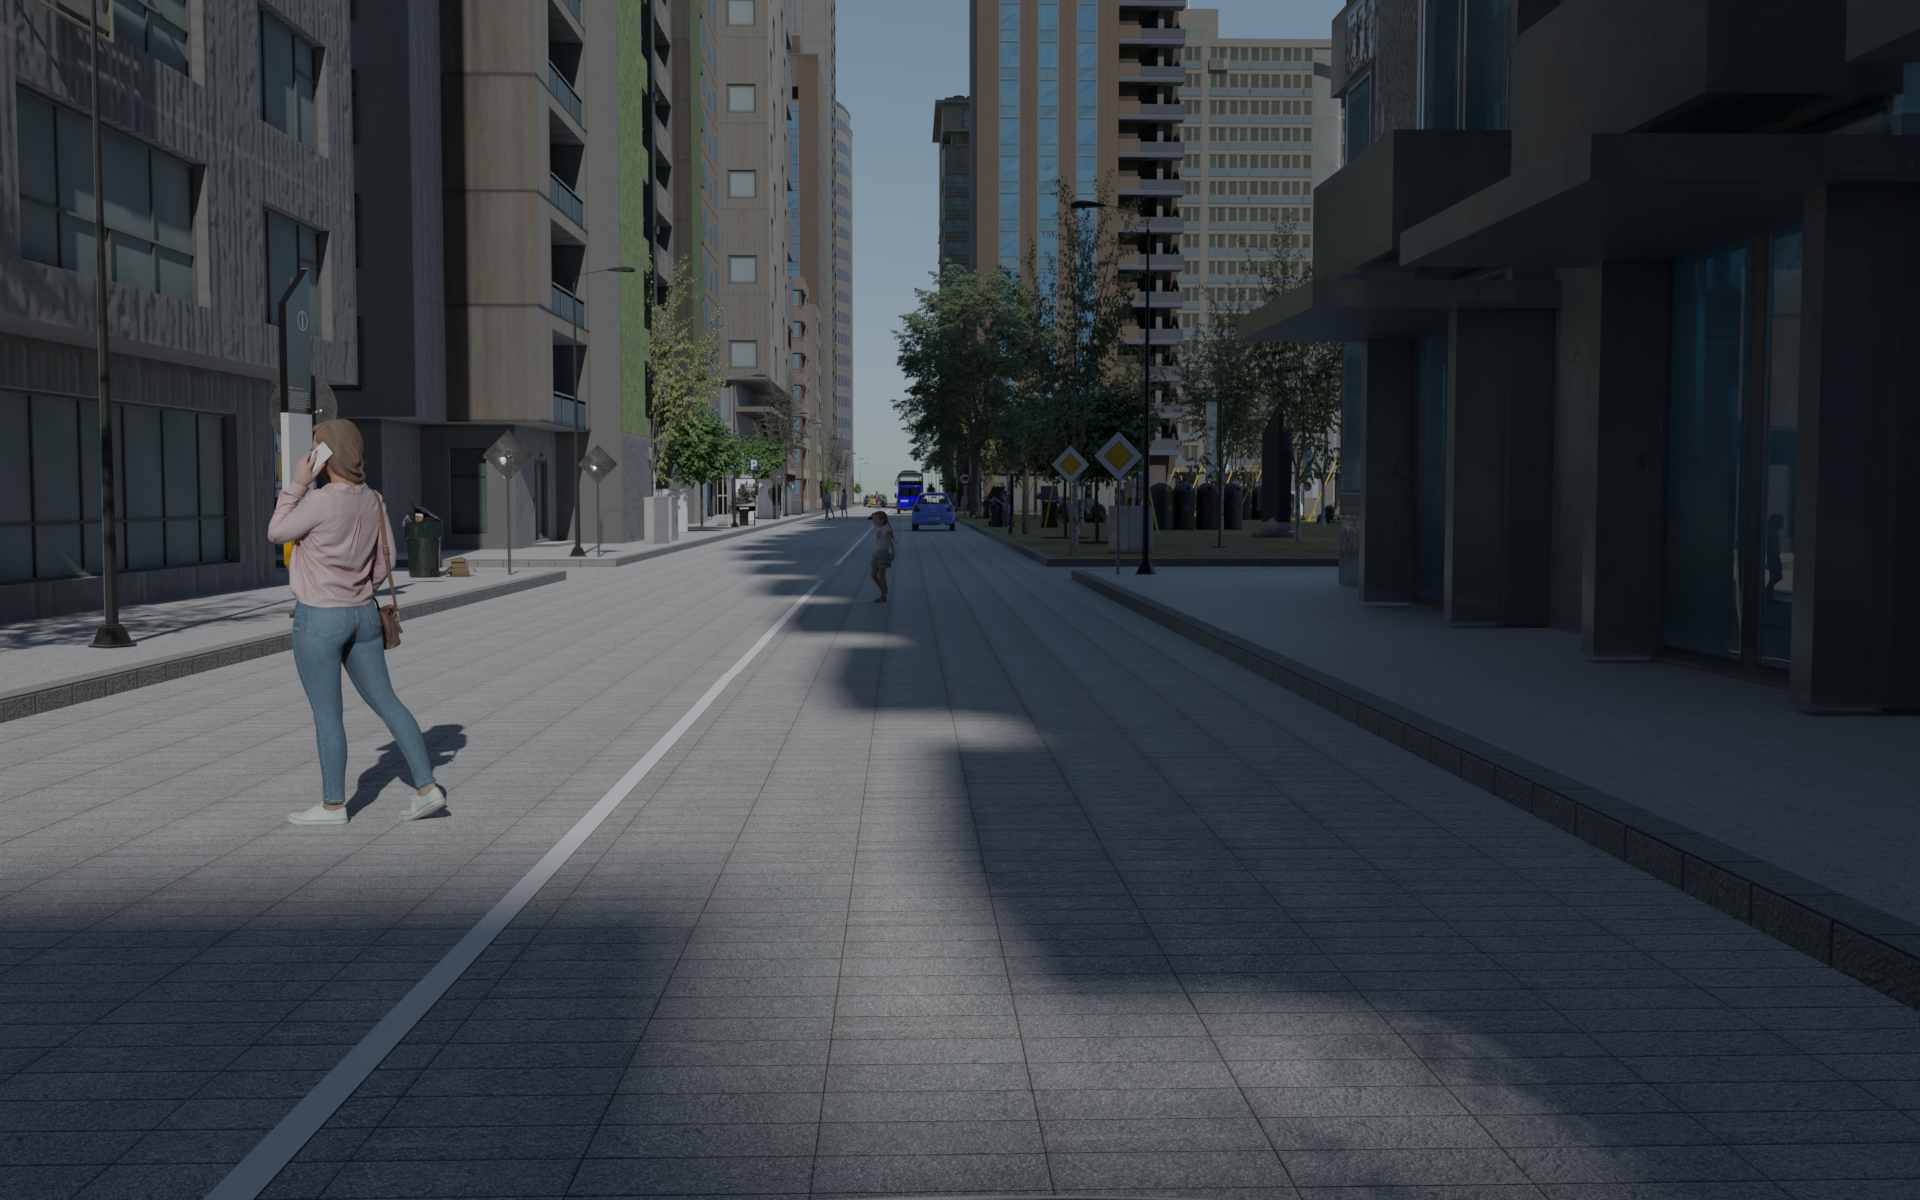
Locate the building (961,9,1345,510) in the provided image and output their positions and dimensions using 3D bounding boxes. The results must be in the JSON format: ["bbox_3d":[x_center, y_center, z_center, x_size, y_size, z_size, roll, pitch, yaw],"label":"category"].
[{"bbox_3d":[16.391,-27.595,143.058,32.217,40.220,23.993,0,4,-2],"label":"building"}]

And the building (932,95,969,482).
[{"bbox_3d":[10.938,-39.015,227.129,28.713,52.752,27.495,0,4,-2],"label":"building"}]

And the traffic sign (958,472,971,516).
[{"bbox_3d":[0.271,-6.177,101.100,0.768,2.556,0.104,0,4,-1],"label":"traffic sign"}]

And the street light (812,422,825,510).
[{"bbox_3d":[-9.655,-8.529,111.995,1.470,5.913,1.316,0,4,-2],"label":"street light"}]

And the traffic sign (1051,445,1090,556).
[{"bbox_3d":[2.264,-1.955,35.603,0.795,2.450,0.064,0,4,-2],"label":"traffic sign"}]

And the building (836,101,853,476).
[{"bbox_3d":[-26.546,-43.468,252.701,21.231,58.520,28.212,0,4,-2],"label":"building"}]

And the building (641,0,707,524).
[{"bbox_3d":[-18.385,-18.332,71.423,14.160,30.474,14.107,0,4,-2],"label":"building"}]

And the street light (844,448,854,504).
[{"bbox_3d":[-11.683,-12.302,173.673,1.470,5.913,1.316,0,4,-2],"label":"street light"}]

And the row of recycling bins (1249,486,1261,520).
[{"bbox_3d":[13.640,-4.827,86.042,3.534,1.692,1.069,-1,4,-9],"label":"row of recycling bins"}]

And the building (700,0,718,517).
[{"bbox_3d":[-20.667,-27.089,93.021,14.600,45.320,14.200,0,4,-2],"label":"building"}]

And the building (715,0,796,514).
[{"bbox_3d":[-26.000,-32.633,122.793,28.713,52.752,27.495,0,4,-2],"label":"building"}]

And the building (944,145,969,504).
[{"bbox_3d":[5.047,-31.942,205.843,14.154,41.232,14.086,0,4,-2],"label":"building"}]

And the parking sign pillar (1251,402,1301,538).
[{"bbox_3d":[9.363,-3.839,51.245,1.447,3.967,1.447,-1,4,-12],"label":"parking sign pillar"}]

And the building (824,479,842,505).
[{"bbox_3d":[-30.466,-31.443,205.968,32.217,40.220,23.993,0,4,-2],"label":"building"}]

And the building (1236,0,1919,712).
[{"bbox_3d":[15.319,-23.920,10.702,23.786,49.044,30.456,0,4,-2],"label":"building"}]

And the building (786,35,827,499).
[{"bbox_3d":[-20.701,-32.020,173.635,14.600,45.320,14.200,0,4,-2],"label":"building"}]

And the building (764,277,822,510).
[{"bbox_3d":[-26.739,-18.767,151.881,27.650,21.520,28.899,0,4,-2],"label":"building"}]

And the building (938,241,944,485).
[{"bbox_3d":[7.921,-36.746,255.419,22.147,44.769,28.867,0,4,-2],"label":"building"}]

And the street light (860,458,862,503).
[{"bbox_3d":[-13.323,-15.478,225.598,1.470,5.913,1.316,0,4,-2],"label":"street light"}]

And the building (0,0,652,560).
[{"bbox_3d":[-15.666,-21.895,41.580,14.154,41.232,14.086,0,4,-2],"label":"building"}]

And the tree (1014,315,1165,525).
[{"bbox_3d":[5.206,-7.354,70.607,4.737,8.622,4.395,0,3,0],"label":"tree"}]

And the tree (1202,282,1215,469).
[{"bbox_3d":[8.747,-6.595,58.189,4.360,8.622,3.978,0,3,0],"label":"tree"}]

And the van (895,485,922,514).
[{"bbox_3d":[-3.620,-7.387,125.156,2.240,2.365,5.245,0,4,-2],"label":"van"}]

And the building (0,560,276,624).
[{"bbox_3d":[-15.573,-20.572,19.952,14.086,41.232,14.154,0,4,-2],"label":"building"}]

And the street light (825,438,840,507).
[{"bbox_3d":[-10.760,-10.415,142.831,1.470,5.913,1.316,0,4,-2],"label":"street light"}]

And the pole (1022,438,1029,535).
[{"bbox_3d":[2.075,-3.725,54.747,0.158,3.312,0.155,0,3,0],"label":"pole"}]

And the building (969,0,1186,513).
[{"bbox_3d":[7.820,-28.957,123.559,14.600,45.320,14.200,0,4,-2],"label":"building"}]

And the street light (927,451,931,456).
[{"bbox_3d":[-2.792,-13.101,186.736,1.470,5.913,1.316,0,4,-2],"label":"street light"}]

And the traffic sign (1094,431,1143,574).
[{"bbox_3d":[2.519,-1.467,27.622,0.795,2.450,0.064,0,4,-2],"label":"traffic sign"}]

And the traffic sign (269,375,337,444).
[{"bbox_3d":[-6.945,-1.113,18.303,0.768,2.556,0.104,0,4,8],"label":"traffic sign"}]

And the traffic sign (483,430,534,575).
[{"bbox_3d":[-7.121,-1.449,27.335,0.795,2.450,0.064,0,4,-2],"label":"traffic sign"}]

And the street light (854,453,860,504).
[{"bbox_3d":[-12.331,-13.591,194.759,1.470,5.913,1.316,0,4,-2],"label":"street light"}]

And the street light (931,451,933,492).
[{"bbox_3d":[-1.640,-11.142,154.717,1.470,5.913,1.316,0,4,-2],"label":"street light"}]

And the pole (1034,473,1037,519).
[{"bbox_3d":[3.891,-5.822,89.025,0.158,3.312,0.155,0,3,0],"label":"pole"}]

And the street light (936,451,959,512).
[{"bbox_3d":[-0.767,-9.230,123.459,1.470,5.913,1.316,0,4,-2],"label":"street light"}]

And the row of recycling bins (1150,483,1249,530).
[{"bbox_3d":[8.454,-3.377,62.334,3.534,1.692,1.069,-1,4,-16],"label":"row of recycling bins"}]

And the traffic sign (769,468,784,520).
[{"bbox_3d":[-9.092,-5.247,85.888,0.768,2.556,0.104,0,4,4],"label":"traffic sign"}]

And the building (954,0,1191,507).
[{"bbox_3d":[10.978,-52.371,168.931,22.319,86.520,31.000,0,4,-2],"label":"building"}]

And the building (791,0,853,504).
[{"bbox_3d":[-24.448,-48.303,228.003,20.563,71.187,20.611,0,4,-2],"label":"building"}]

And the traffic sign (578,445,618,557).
[{"bbox_3d":[-7.376,-1.937,35.316,0.795,2.450,0.064,0,4,-2],"label":"traffic sign"}]
